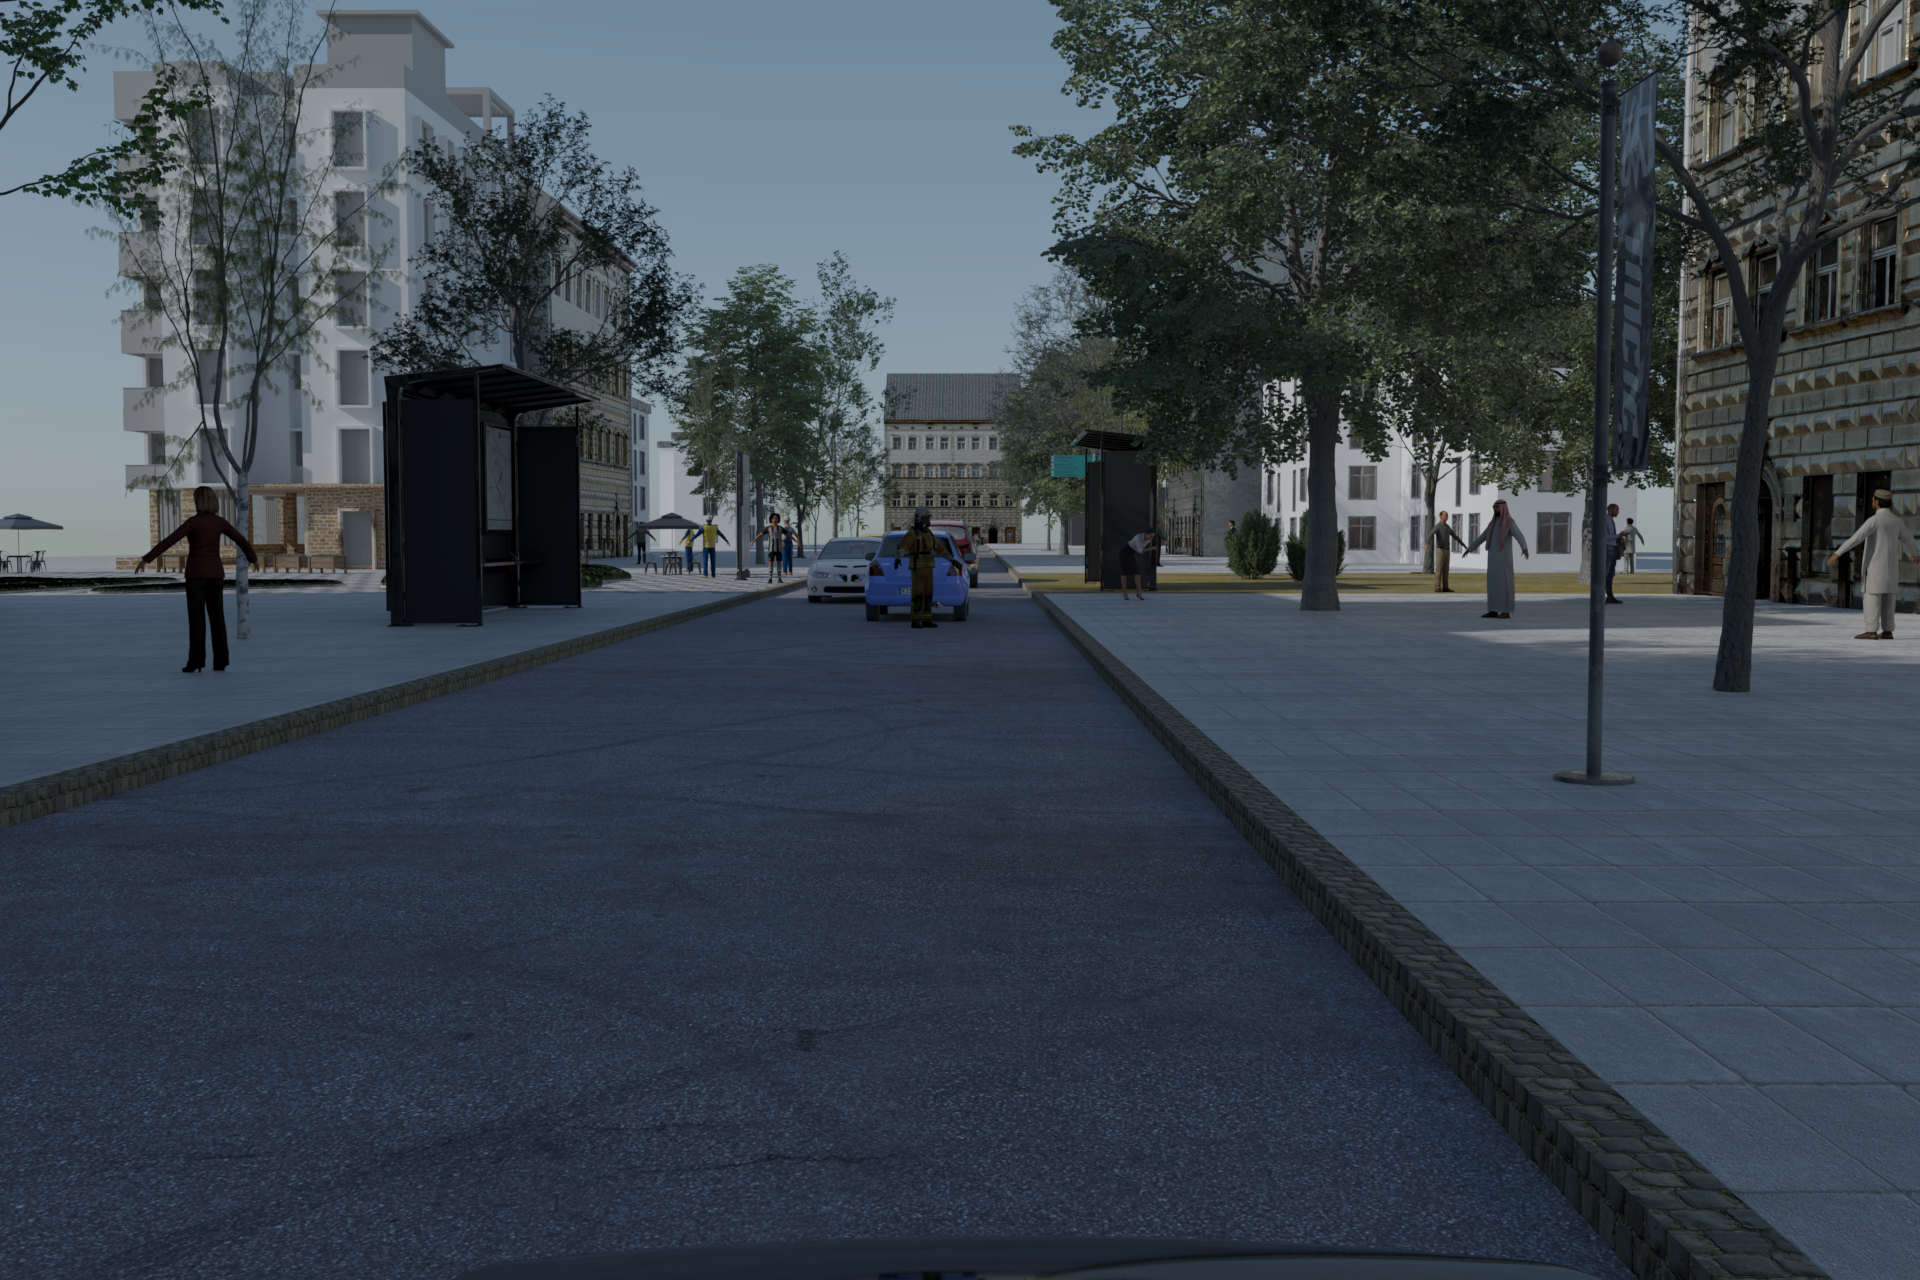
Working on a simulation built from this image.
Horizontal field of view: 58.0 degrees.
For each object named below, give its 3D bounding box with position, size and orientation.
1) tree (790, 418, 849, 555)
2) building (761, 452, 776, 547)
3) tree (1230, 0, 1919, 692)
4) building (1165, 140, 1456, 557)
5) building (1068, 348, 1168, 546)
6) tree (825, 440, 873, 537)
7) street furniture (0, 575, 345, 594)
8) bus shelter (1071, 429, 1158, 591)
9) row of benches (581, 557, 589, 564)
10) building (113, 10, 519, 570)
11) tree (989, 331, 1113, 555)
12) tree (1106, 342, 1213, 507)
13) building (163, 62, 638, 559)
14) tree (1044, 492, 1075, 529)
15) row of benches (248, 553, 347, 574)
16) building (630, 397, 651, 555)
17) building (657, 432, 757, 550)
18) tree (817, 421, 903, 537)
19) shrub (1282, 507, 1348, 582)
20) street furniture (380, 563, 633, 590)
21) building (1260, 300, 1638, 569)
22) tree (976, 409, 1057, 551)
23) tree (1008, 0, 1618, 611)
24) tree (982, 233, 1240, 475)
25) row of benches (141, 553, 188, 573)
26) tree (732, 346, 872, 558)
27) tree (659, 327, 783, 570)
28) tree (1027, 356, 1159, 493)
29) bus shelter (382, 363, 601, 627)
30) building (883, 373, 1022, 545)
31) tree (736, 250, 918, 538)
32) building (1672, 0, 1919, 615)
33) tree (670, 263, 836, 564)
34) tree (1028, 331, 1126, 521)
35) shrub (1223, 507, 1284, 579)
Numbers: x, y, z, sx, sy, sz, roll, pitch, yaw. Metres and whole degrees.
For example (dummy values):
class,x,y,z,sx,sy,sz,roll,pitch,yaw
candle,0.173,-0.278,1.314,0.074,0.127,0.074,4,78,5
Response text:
class,x,y,z,sx,sy,sz,roll,pitch,yaw
tree,-8.707,-9.415,104.295,4.737,8.622,4.395,0,3,0
building,-24.519,-15.100,189.031,9.099,9.664,28.070,0,3,0
tree,6.191,-4.839,13.526,8.767,10.594,7.601,1,4,17
building,22.702,-16.705,104.058,19.493,23.208,18.063,0,4,1
building,26.231,-22.091,205.156,27.936,21.610,32.646,0,4,0
tree,-8.510,-11.227,133.921,4.737,8.622,4.395,0,3,0
street furniture,-30.043,-2.340,43.290,27.439,1.986,14.083,2,4,25
bus shelter,3.697,-3.094,41.876,1.731,3.624,6.357,0,4,1
row of benches,-12.376,-2.229,51.904,1.422,0.672,4.104,1,4,19
building,-24.648,-12.699,64.044,16.016,20.090,11.380,0,4,1
tree,6.388,-12.273,107.322,9.857,13.997,8.962,0,3,0
tree,6.785,-6.673,59.467,4.737,8.622,4.395,0,3,0
building,-27.856,-15.740,88.275,19.493,23.208,18.063,0,4,1
tree,7.231,-10.300,118.761,4.737,8.622,4.395,0,3,0
row of benches,-21.897,-2.542,57.017,4.104,0.672,1.422,1,4,22
building,-24.555,-10.415,112.425,9.099,9.664,28.070,0,3,0
building,-22.775,-13.111,156.519,9.099,9.664,28.070,0,4,1
tree,-8.128,-12.675,141.649,7.601,10.594,8.767,-1,4,-12
shrub,8.830,-2.370,43.170,1.690,2.028,1.600,0,3,0
street furniture,-11.359,-1.769,44.548,5.734,0.657,10.072,0,4,-2
building,20.119,-8.207,76.325,9.099,9.664,28.070,0,3,0
tree,6.826,-13.520,131.428,12.009,13.543,11.850,0,3,0
tree,5.967,-7.471,28.807,9.857,13.997,8.962,0,3,0
tree,6.119,-9.762,69.983,12.009,13.543,11.850,0,3,0
row of benches,-25.790,-2.552,57.184,4.104,0.672,1.422,3,4,38
tree,-8.474,-10.197,92.474,9.928,11.665,9.643,0,3,0
tree,-9.092,-6.803,61.590,4.360,8.622,3.978,0,3,0
tree,6.750,-9.223,85.215,7.601,10.594,8.767,-2,4,-32
bus shelter,-7.117,-2.185,27.012,1.731,3.624,6.357,0,4,1
building,-0.830,-24.565,235.030,18.063,23.208,19.493,0,4,1
tree,-9.293,-16.052,118.334,12.611,20.169,13.585,0,3,0
building,24.424,-12.005,27.204,19.493,23.208,18.063,0,4,0
tree,-8.744,-9.474,73.028,7.486,12.596,7.792,0,3,0
tree,7.482,-10.852,95.556,7.486,12.596,7.792,0,3,0
shrub,8.335,-2.764,49.229,1.661,2.075,1.752,0,3,0
